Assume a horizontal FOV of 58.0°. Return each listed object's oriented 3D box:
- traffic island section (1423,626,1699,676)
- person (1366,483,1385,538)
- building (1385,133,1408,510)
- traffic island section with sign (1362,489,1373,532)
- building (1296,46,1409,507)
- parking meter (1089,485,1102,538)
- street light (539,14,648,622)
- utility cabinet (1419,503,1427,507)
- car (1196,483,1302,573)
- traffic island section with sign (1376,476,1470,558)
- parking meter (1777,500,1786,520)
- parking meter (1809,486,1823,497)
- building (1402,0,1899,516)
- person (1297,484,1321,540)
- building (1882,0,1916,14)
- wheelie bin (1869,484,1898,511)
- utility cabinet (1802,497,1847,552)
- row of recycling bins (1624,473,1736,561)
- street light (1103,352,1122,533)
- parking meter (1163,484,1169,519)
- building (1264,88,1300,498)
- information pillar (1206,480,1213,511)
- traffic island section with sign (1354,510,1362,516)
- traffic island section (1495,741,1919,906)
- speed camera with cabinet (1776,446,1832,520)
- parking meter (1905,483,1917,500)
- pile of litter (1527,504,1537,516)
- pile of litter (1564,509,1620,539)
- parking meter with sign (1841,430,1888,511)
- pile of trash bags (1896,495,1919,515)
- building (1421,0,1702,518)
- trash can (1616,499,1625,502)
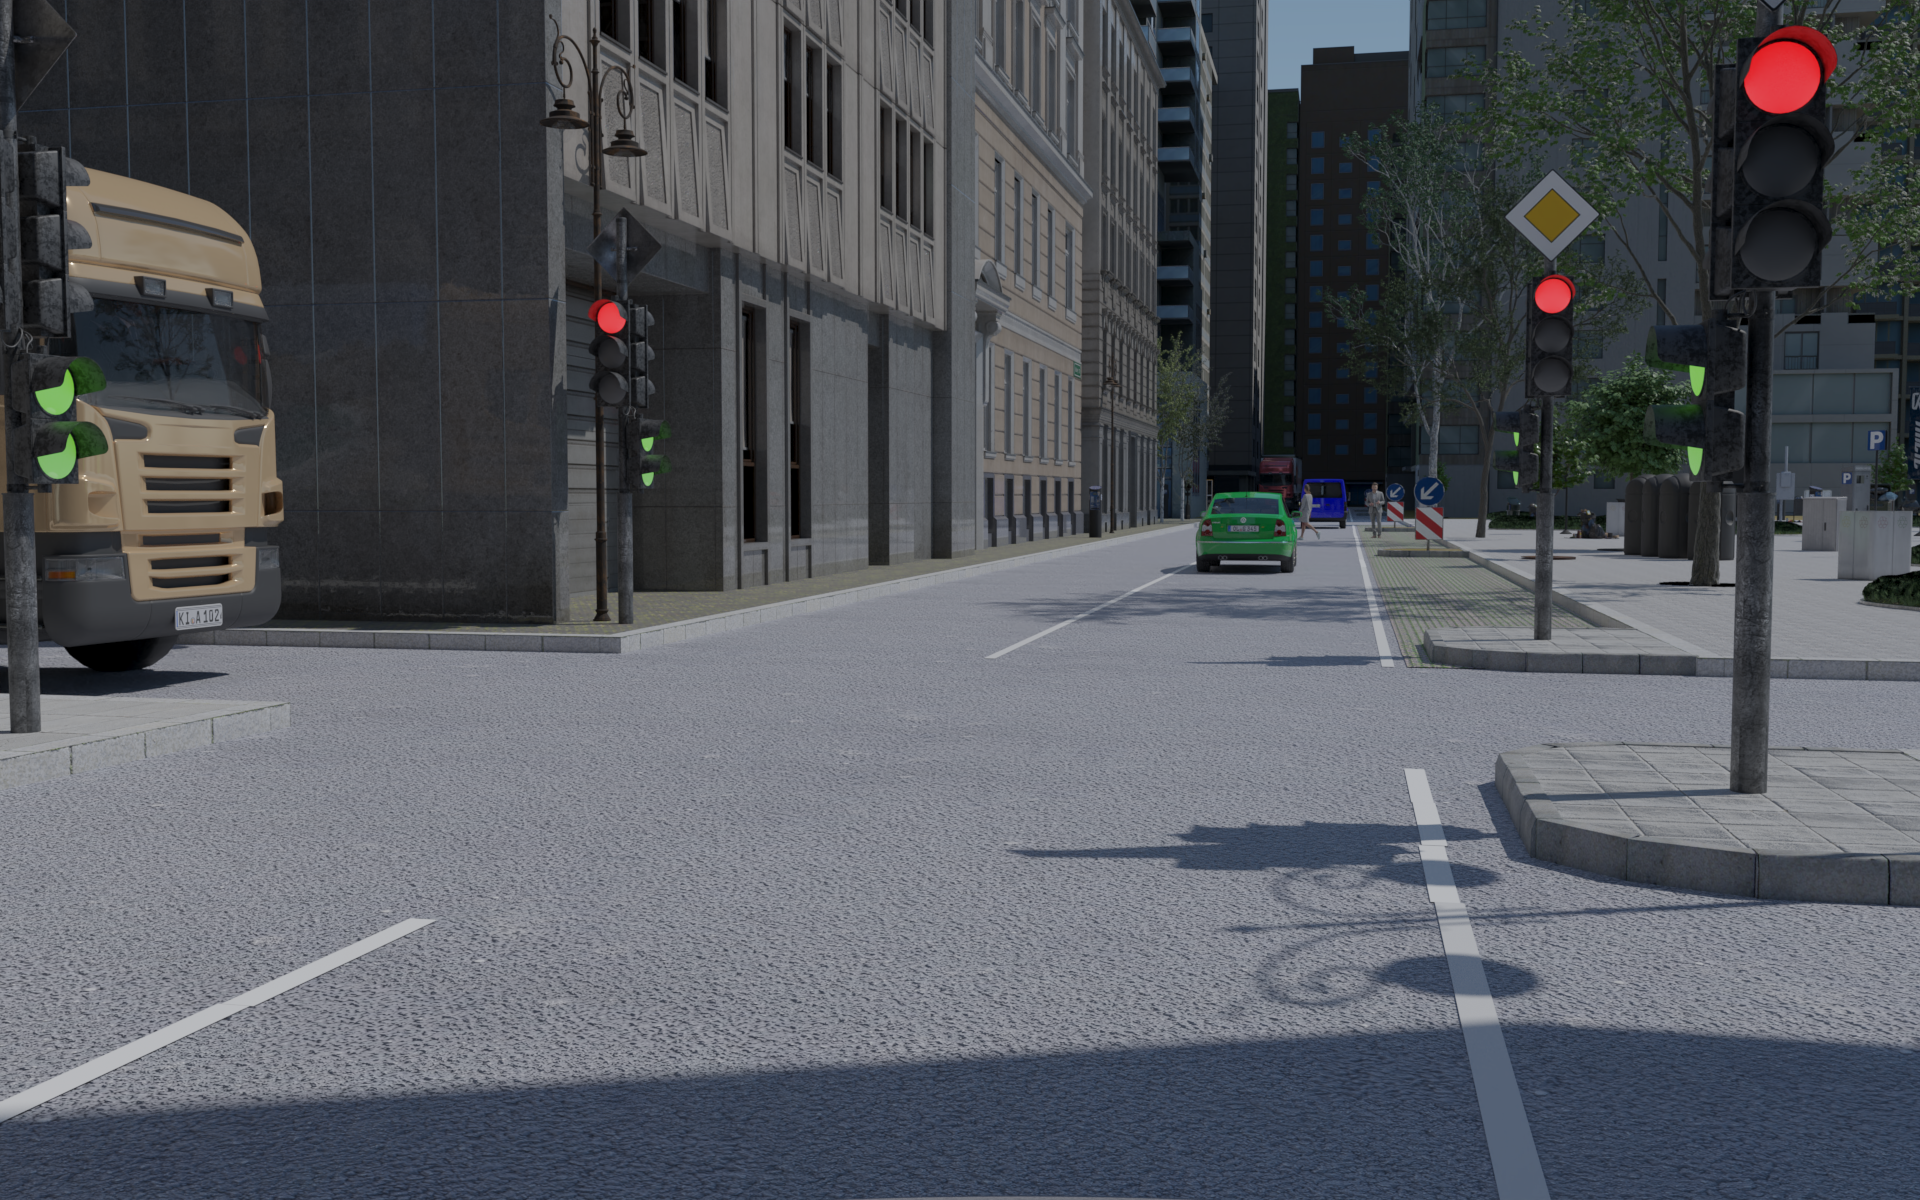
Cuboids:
[{"bbox_3d":[5.158,0.429,15.270,2.009,0.180,2.903,1,4,12],"label":"traffic island section"},{"bbox_3d":[13.385,-2.887,55.902,0.606,1.804,0.583,1,4,20],"label":"person"},{"bbox_3d":[41.790,-22.533,140.123,14.160,30.474,14.107,1,4,12],"label":"building"},{"bbox_3d":[16.477,-3.515,66.098,1.989,1.847,2.006,1,4,12],"label":"traffic island section with sign"},{"bbox_3d":[41.857,-32.183,176.294,14.200,45.320,14.600,1,4,12],"label":"building"},{"bbox_3d":[3.984,-2.601,50.942,0.372,1.533,0.369,0,3,0],"label":"parking meter"},{"bbox_3d":[-3.620,-2.725,17.336,0.468,5.910,1.993,1,4,12],"label":"street light"},{"bbox_3d":[19.663,-3.967,73.547,0.318,1.500,1.173,1,4,13],"label":"utility cabinet"},{"bbox_3d":[5.520,-1.484,33.057,1.959,1.807,4.718,1,4,12],"label":"car"},{"bbox_3d":[10.626,-1.905,39.783,1.989,1.847,2.006,1,4,12],"label":"traffic island section with sign"},{"bbox_3d":[39.912,-4.633,84.157,0.372,1.533,0.369,0,3,0],"label":"parking meter"},{"bbox_3d":[26.021,-2.708,52.681,0.372,1.533,0.369,0,3,0],"label":"parking meter"},{"bbox_3d":[44.441,-32.268,116.816,28.713,52.752,27.495,1,4,12],"label":"building"},{"bbox_3d":[10.777,-2.714,53.625,0.760,1.731,0.466,0,4,6],"label":"person"},{"bbox_3d":[68.676,-29.925,143.903,28.867,44.769,22.147,1,4,12],"label":"building"},{"bbox_3d":[27.749,-2.714,52.289,0.980,1.594,0.693,3,4,36],"label":"wheelie bin"},{"bbox_3d":[19.471,-1.705,39.047,0.306,1.237,1.020,-1,4,-16],"label":"utility cabinet"},{"bbox_3d":[14.474,-1.705,34.987,1.069,1.692,3.534,0,4,-4],"label":"row of recycling bins"},{"bbox_3d":[4.969,-5.121,56.512,0.468,5.910,1.993,1,4,12],"label":"street light"},{"bbox_3d":[10.735,-5.204,90.804,0.399,1.863,0.255,0,4,-7],"label":"parking meter"},{"bbox_3d":[28.038,-30.326,179.420,14.086,41.232,14.154,1,4,12],"label":"building"},{"bbox_3d":[12.810,-5.168,88.991,0.304,2.012,0.304,0,4,6],"label":"information pillar"},{"bbox_3d":[27.262,-6.482,114.605,1.989,1.847,2.006,1,4,12],"label":"traffic island section with sign"},{"bbox_3d":[3.424,0.906,7.474,2.009,0.180,2.903,1,4,12],"label":"traffic island section"},{"bbox_3d":[34.871,-4.724,71.580,2.038,3.252,0.660,1,4,23],"label":"speed camera with cabinet"},{"bbox_3d":[43.665,-4.516,79.546,0.399,1.863,0.255,0,4,6],"label":"parking meter"},{"bbox_3d":[25.568,-3.861,77.086,1.176,0.858,1.719,-3,5,-43],"label":"pile of litter"},{"bbox_3d":[18.259,-2.204,50.005,1.176,0.858,1.719,-1,4,-15],"label":"pile of litter"},{"bbox_3d":[24.312,-3.108,47.076,1.738,3.016,0.543,-1,4,-23],"label":"parking meter with sign"},{"bbox_3d":[41.937,-4.115,77.033,3.447,1.369,1.912,2,4,26],"label":"pile of trash bags"},{"bbox_3d":[33.335,-19.999,98.689,14.160,30.474,14.107,1,4,12],"label":"building"},{"bbox_3d":[20.686,-2.568,53.632,0.748,1.137,0.748,0,3,0],"label":"trash can"}]
